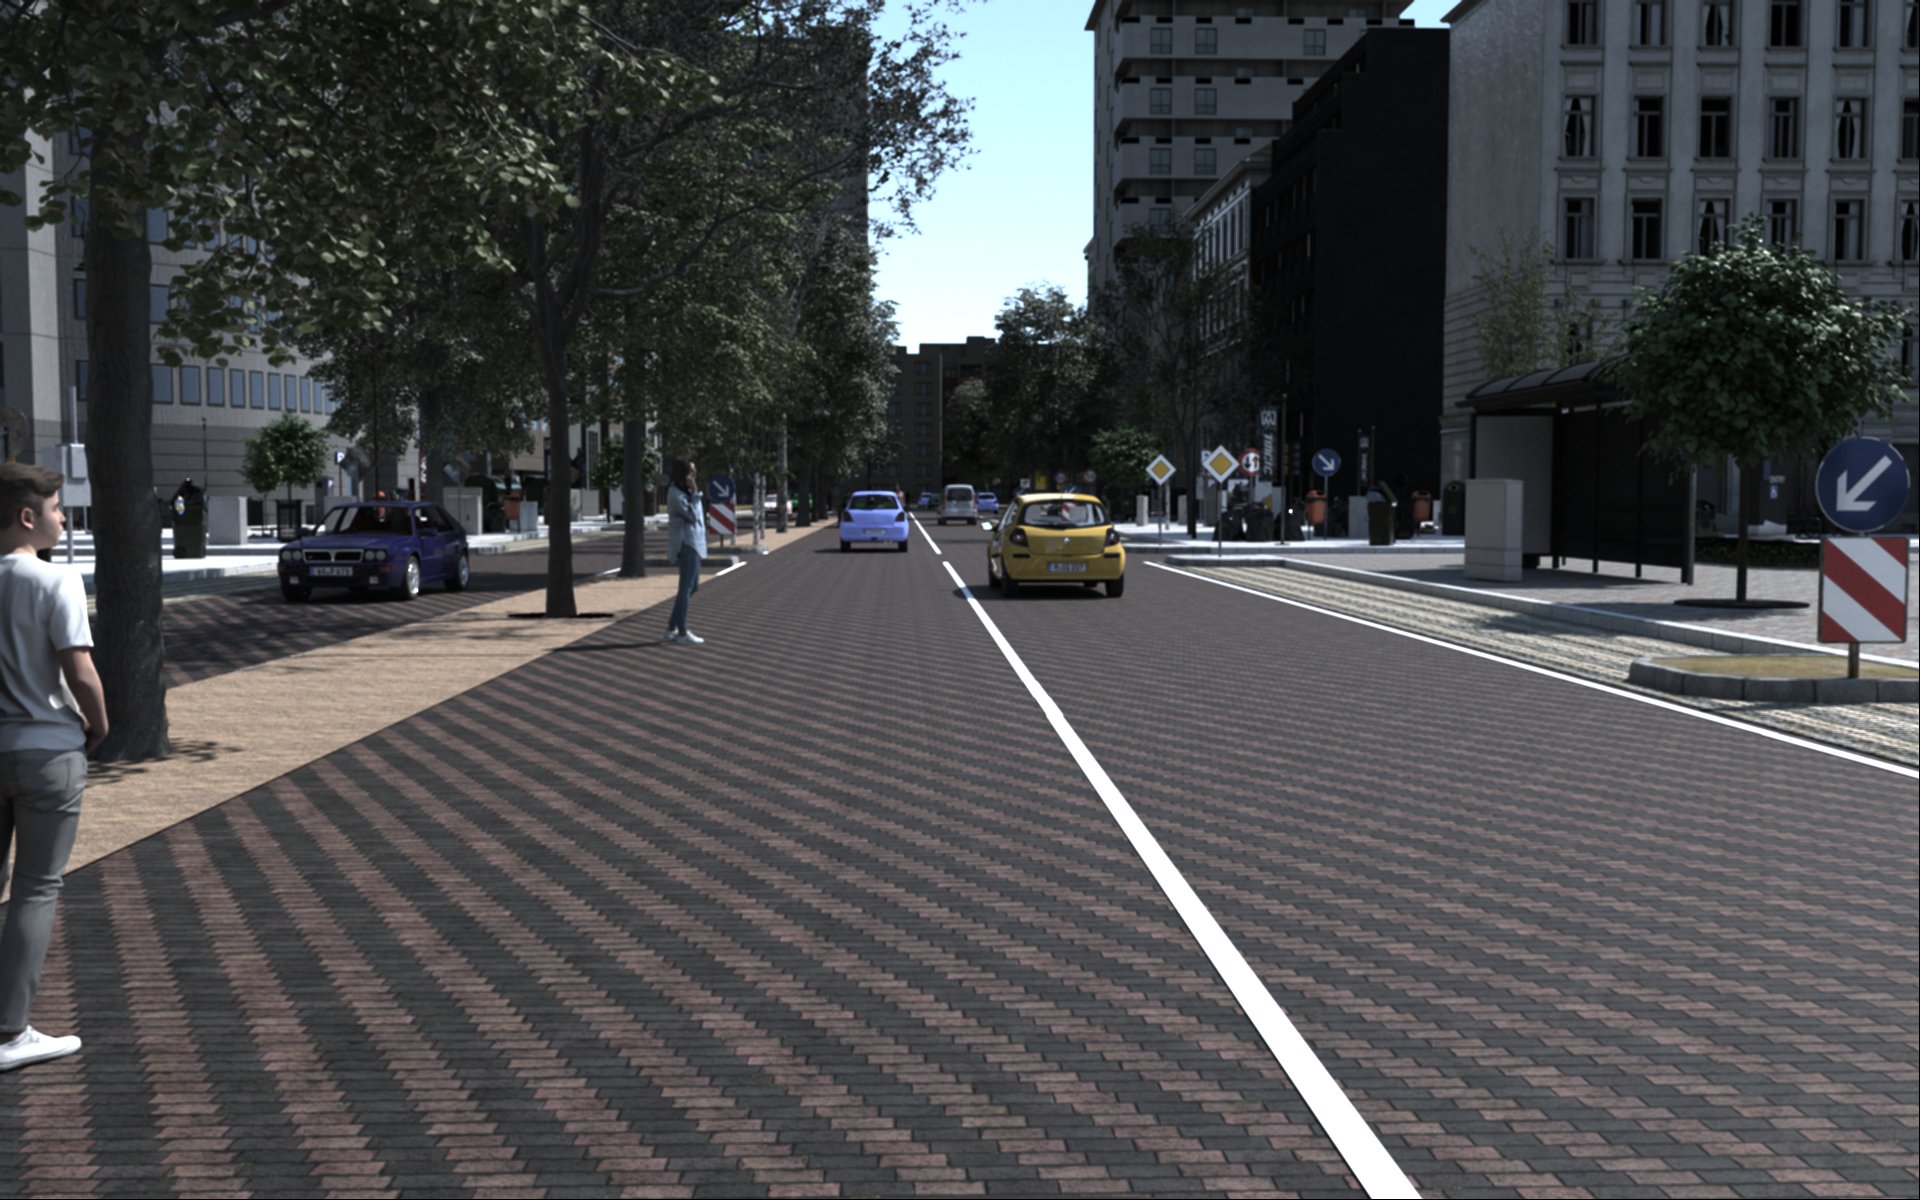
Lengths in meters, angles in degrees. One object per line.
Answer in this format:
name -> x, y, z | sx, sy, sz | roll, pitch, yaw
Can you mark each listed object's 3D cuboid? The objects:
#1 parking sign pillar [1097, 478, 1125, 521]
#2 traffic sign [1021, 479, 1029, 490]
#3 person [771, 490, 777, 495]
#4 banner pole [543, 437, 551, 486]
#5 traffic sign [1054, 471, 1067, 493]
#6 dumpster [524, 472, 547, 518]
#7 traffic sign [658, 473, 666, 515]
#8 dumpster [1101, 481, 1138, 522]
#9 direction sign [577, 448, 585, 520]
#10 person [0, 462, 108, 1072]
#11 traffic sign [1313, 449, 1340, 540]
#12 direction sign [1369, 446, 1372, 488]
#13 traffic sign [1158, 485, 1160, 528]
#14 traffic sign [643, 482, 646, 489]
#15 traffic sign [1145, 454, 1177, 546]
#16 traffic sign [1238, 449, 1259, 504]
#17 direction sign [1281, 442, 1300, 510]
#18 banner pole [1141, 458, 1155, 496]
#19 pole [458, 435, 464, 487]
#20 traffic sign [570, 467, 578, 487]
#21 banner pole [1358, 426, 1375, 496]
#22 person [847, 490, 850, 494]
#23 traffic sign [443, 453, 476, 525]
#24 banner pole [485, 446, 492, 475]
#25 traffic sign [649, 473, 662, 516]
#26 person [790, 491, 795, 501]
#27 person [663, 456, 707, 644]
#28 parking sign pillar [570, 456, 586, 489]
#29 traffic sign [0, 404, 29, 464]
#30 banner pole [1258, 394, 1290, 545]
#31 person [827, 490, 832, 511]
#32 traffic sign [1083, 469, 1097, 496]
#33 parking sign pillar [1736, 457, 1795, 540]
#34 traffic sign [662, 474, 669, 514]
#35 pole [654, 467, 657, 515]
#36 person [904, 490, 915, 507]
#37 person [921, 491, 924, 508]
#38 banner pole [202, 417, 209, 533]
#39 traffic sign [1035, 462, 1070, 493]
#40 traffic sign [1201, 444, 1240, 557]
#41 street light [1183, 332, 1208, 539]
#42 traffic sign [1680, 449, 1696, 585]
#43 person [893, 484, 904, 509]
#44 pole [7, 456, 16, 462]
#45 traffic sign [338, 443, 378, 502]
parking sign pillar -> 7.317, -5.844, 84.019 | 1.447, 3.967, 1.447 | 1, 4, 13
traffic sign -> 4.365, -6.978, 116.217 | 0.606, 2.300, 0.079 | 0, 4, 4
person -> -13.194, -6.989, 123.494 | 1.217, 1.743, 0.721 | 2, 4, 29
banner pole -> -15.716, -4.719, 67.173 | 0.863, 3.779, 0.401 | 0, 4, -8
traffic sign -> 5.649, -5.944, 97.296 | 0.768, 2.556, 0.104 | 0, 4, -1
dumpster -> -18.376, -4.530, 76.551 | 1.502, 2.255, 1.985 | 0, 4, -2
traffic sign -> -18.510, -6.525, 106.784 | 0.768, 2.556, 0.104 | 0, 4, 7
dumpster -> 7.513, -4.829, 81.449 | 1.502, 2.255, 1.985 | 0, 4, -2
direction sign -> -18.511, -5.660, 84.543 | 0.379, 3.537, 0.876 | -2, 4, -30
person -> -2.422, 0.412, 4.359 | 0.503, 1.515, 0.523 | -2, 4, -27
traffic sign -> 10.307, -2.978, 48.792 | 0.768, 2.556, 0.104 | 0, 4, 6
direction sign -> 19.166, -5.443, 80.983 | 0.379, 3.537, 0.876 | 2, 4, 25
traffic sign -> 7.538, -3.935, 65.528 | 0.795, 2.450, 0.064 | 0, 4, -1
traffic sign -> -18.226, -6.138, 94.225 | 2.265, 3.308, 0.079 | 0, 4, 0
traffic sign -> 4.976, -2.409, 43.037 | 0.795, 2.450, 0.064 | 0, 4, -2
traffic sign -> 8.190, -2.973, 48.708 | 0.768, 2.556, 0.104 | 0, 4, 6
direction sign -> 14.277, -5.069, 74.881 | 0.876, 3.537, 0.379 | -1, 4, -13
banner pole -> 11.439, -7.036, 105.052 | 0.863, 3.779, 0.401 | -1, 4, -13
pole -> -17.278, -4.051, 60.071 | 0.158, 3.312, 0.155 | 0, 3, 0
traffic sign -> -18.072, -4.904, 80.285 | 0.768, 2.556, 0.104 | 0, 4, -1
banner pole -> 15.115, -4.542, 64.278 | 0.401, 3.779, 0.863 | -3, 4, -36
person -> -11.866, -10.796, 184.953 | 0.705, 1.831, 1.348 | 0, 4, 5
traffic sign -> -12.257, -2.372, 42.432 | 0.795, 2.450, 0.064 | 0, 4, -2
banner pole -> -24.334, -6.075, 89.336 | 0.401, 3.779, 0.863 | -3, 5, -42
traffic sign -> -18.008, -6.253, 102.339 | 0.768, 2.556, 0.104 | 0, 4, 3
person -> -14.945, -8.860, 153.880 | 0.721, 1.766, 1.217 | -2, 4, -23
person -> -2.647, -0.478, 16.573 | 0.793, 1.790, 0.793 | -3, 4, -36
parking sign pillar -> -25.805, -7.795, 115.919 | 1.447, 3.967, 1.447 | 3, 5, 39
traffic sign -> -13.585, -1.498, 24.606 | 0.768, 2.556, 0.104 | 0, 4, 5
banner pole -> 7.892, -3.271, 43.499 | 0.863, 3.779, 0.401 | 0, 4, -6
person -> -11.042, -8.407, 146.089 | 0.705, 1.807, 1.348 | 1, 4, 19
traffic sign -> 6.480, -5.256, 86.045 | 0.768, 2.556, 0.104 | 0, 4, 3
parking sign pillar -> 21.494, -3.525, 46.110 | 1.447, 3.967, 1.447 | -2, 4, -34
traffic sign -> -18.733, -6.684, 109.382 | 0.768, 2.556, 0.104 | 0, 4, 3
pole -> -18.595, -6.840, 105.676 | 0.158, 3.312, 0.155 | 0, 3, 0
person -> -4.169, -7.925, 138.902 | 1.217, 1.723, 0.721 | 1, 4, 15
person -> -3.896, -10.481, 180.411 | 0.434, 1.755, 0.990 | 1, 4, 11
banner pole -> -24.575, -4.061, 56.407 | 0.401, 3.779, 0.863 | -1, 4, -22
traffic sign -> 5.939, -7.190, 111.435 | 2.265, 3.308, 0.079 | 0, 4, 2
traffic sign -> 5.267, -1.921, 35.057 | 0.795, 2.450, 0.064 | 0, 4, -2
street light -> 6.737, -4.702, 49.658 | 0.468, 5.910, 1.993 | 0, 4, -2
traffic sign -> 10.282, -1.480, 24.303 | 0.768, 2.556, 0.104 | 0, 4, 1
person -> -2.405, -3.533, 66.279 | 0.555, 1.821, 0.388 | -1, 4, -19
pole -> -24.831, -3.150, 45.353 | 0.158, 3.312, 0.155 | 0, 3, 0
traffic sign -> -11.967, -1.884, 34.452 | 0.795, 2.450, 0.064 | 0, 4, -2
